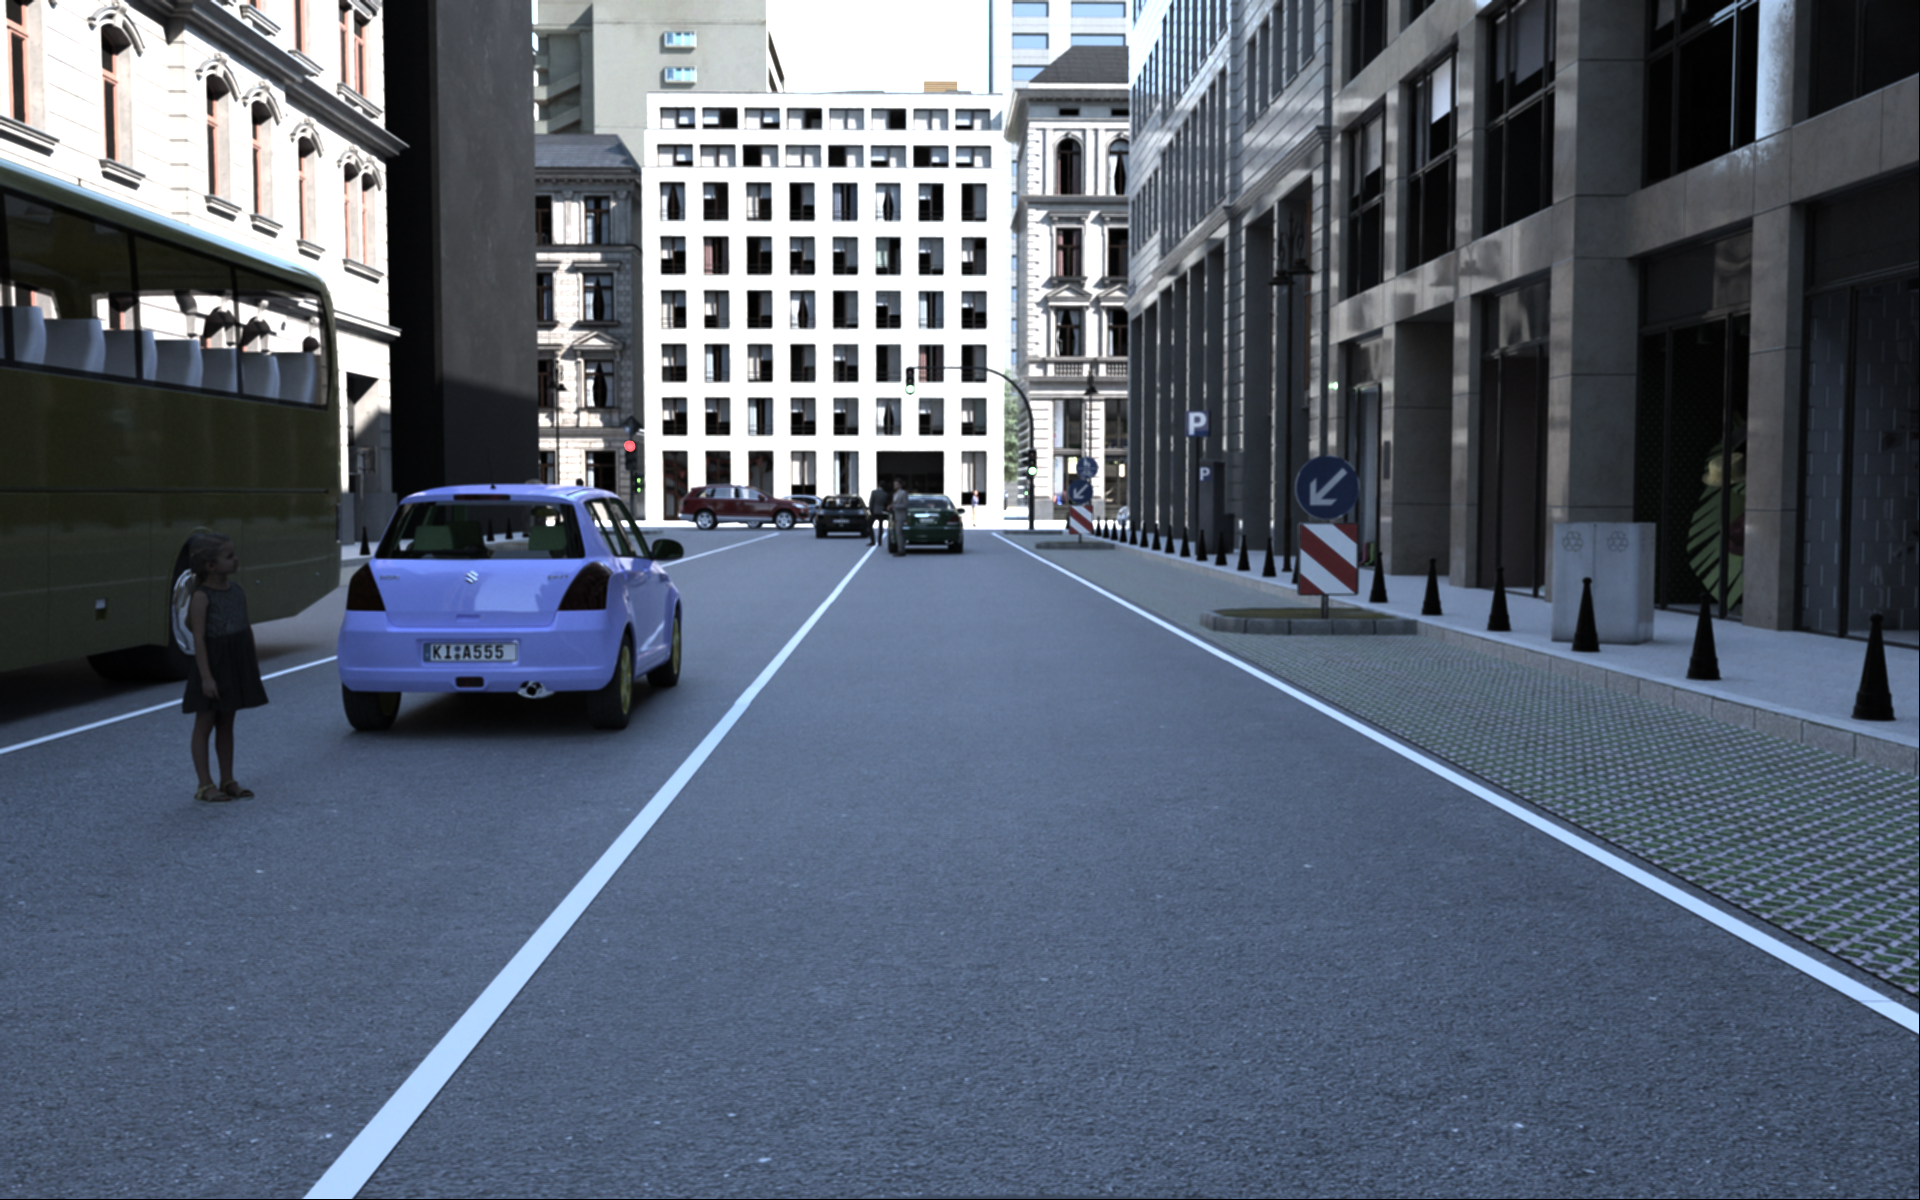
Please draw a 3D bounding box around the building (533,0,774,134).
[{"bbox_3d":[-27.582,-32.873,161.171,21.300,48.544,21.600,0,4,-1],"label":"building"}]

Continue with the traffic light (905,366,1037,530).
[{"bbox_3d":[0.448,-5.329,61.803,4.771,5.953,1.251,0,4,-1],"label":"traffic light"}]

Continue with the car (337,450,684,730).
[{"bbox_3d":[-2.910,-0.137,11.833,1.945,1.707,3.694,0,4,-2],"label":"car"}]

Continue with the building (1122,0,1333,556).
[{"bbox_3d":[11.630,-16.412,45.837,11.434,29.767,29.804,0,4,-1],"label":"building"}]

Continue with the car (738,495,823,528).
[{"bbox_3d":[-7.205,-3.766,73.584,4.499,1.417,2.014,0,4,-1],"label":"car"}]

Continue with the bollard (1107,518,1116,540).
[{"bbox_3d":[4.303,-1.971,48.268,0.229,0.601,0.229,0,3,0],"label":"bollard"}]

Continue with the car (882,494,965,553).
[{"bbox_3d":[-0.899,-1.938,43.482,2.131,1.459,4.920,0,4,-3],"label":"car"}]

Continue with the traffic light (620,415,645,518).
[{"bbox_3d":[-11.670,-4.448,61.641,0.839,4.253,0.868,0,4,-1],"label":"traffic light"}]

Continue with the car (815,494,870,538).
[{"bbox_3d":[-3.883,-2.939,57.837,2.009,1.686,4.222,0,4,-1],"label":"car"}]

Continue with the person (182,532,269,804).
[{"bbox_3d":[-3.436,0.309,8.117,0.373,1.253,0.362,2,4,24],"label":"person"}]

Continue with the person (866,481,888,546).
[{"bbox_3d":[-2.300,-2.404,47.979,0.592,1.802,0.473,-1,4,-11],"label":"person"}]

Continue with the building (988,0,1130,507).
[{"bbox_3d":[13.375,-39.056,180.570,21.231,58.520,28.212,0,4,-1],"label":"building"}]

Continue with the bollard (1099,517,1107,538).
[{"bbox_3d":[4.253,-2.102,50.404,0.229,0.601,0.229,0,3,0],"label":"bollard"}]

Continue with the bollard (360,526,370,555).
[{"bbox_3d":[-12.504,-1.244,36.382,0.229,0.601,0.229,0,3,0],"label":"bollard"}]

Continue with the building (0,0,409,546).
[{"bbox_3d":[-21.394,-15.174,35.482,14.401,28.519,23.554,0,4,-1],"label":"building"}]

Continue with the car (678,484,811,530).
[{"bbox_3d":[-8.688,-3.744,69.885,5.304,1.827,2.281,0,4,-2],"label":"car"}]

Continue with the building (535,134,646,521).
[{"bbox_3d":[-24.543,-13.559,86.316,19.286,19.102,10.561,0,4,-1],"label":"building"}]

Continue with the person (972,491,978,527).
[{"bbox_3d":[0.679,-4.014,76.186,0.319,1.574,0.516,1,4,10],"label":"person"}]

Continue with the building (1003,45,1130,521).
[{"bbox_3d":[12.363,-15.767,86.663,19.941,23.489,11.050,0,4,-1],"label":"building"}]

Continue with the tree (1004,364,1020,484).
[{"bbox_3d":[3.372,-15.289,156.631,9.857,13.997,8.962,0,3,0],"label":"tree"}]

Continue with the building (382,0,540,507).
[{"bbox_3d":[-22.652,-13.747,54.441,15.834,23.373,12.332,0,4,-1],"label":"building"}]

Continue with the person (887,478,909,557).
[{"bbox_3d":[-1.474,-1.908,39.892,0.583,1.804,0.606,-3,4,-36],"label":"person"}]

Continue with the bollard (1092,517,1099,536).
[{"bbox_3d":[4.202,-2.232,52.530,0.229,0.601,0.229,0,3,0],"label":"bollard"}]

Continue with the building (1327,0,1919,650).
[{"bbox_3d":[16.688,-12.820,14.131,19.350,26.468,34.151,0,4,-1],"label":"building"}]

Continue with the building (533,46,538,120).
[{"bbox_3d":[-60.937,-37.585,203.760,27.495,52.752,28.713,0,4,-1],"label":"building"}]

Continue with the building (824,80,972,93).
[{"bbox_3d":[-12.378,-43.283,249.668,28.212,58.520,21.231,0,4,-1],"label":"building"}]

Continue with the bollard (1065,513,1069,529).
[{"bbox_3d":[3.948,-2.884,63.197,0.229,0.601,0.229,0,3,0],"label":"bollard"}]

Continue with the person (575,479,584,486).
[{"bbox_3d":[-9.131,-2.018,41.682,0.466,1.800,0.511,3,5,40],"label":"person"}]

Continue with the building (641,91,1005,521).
[{"bbox_3d":[-6.457,-14.141,85.950,16.860,20.320,10.420,0,4,-1],"label":"building"}]

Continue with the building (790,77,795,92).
[{"bbox_3d":[-28.468,-34.226,183.293,21.300,48.544,21.600,0,4,-1],"label":"building"}]

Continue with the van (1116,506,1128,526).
[{"bbox_3d":[8.025,-3.609,66.024,4.112,2.044,2.013,0,4,-2],"label":"van"}]
